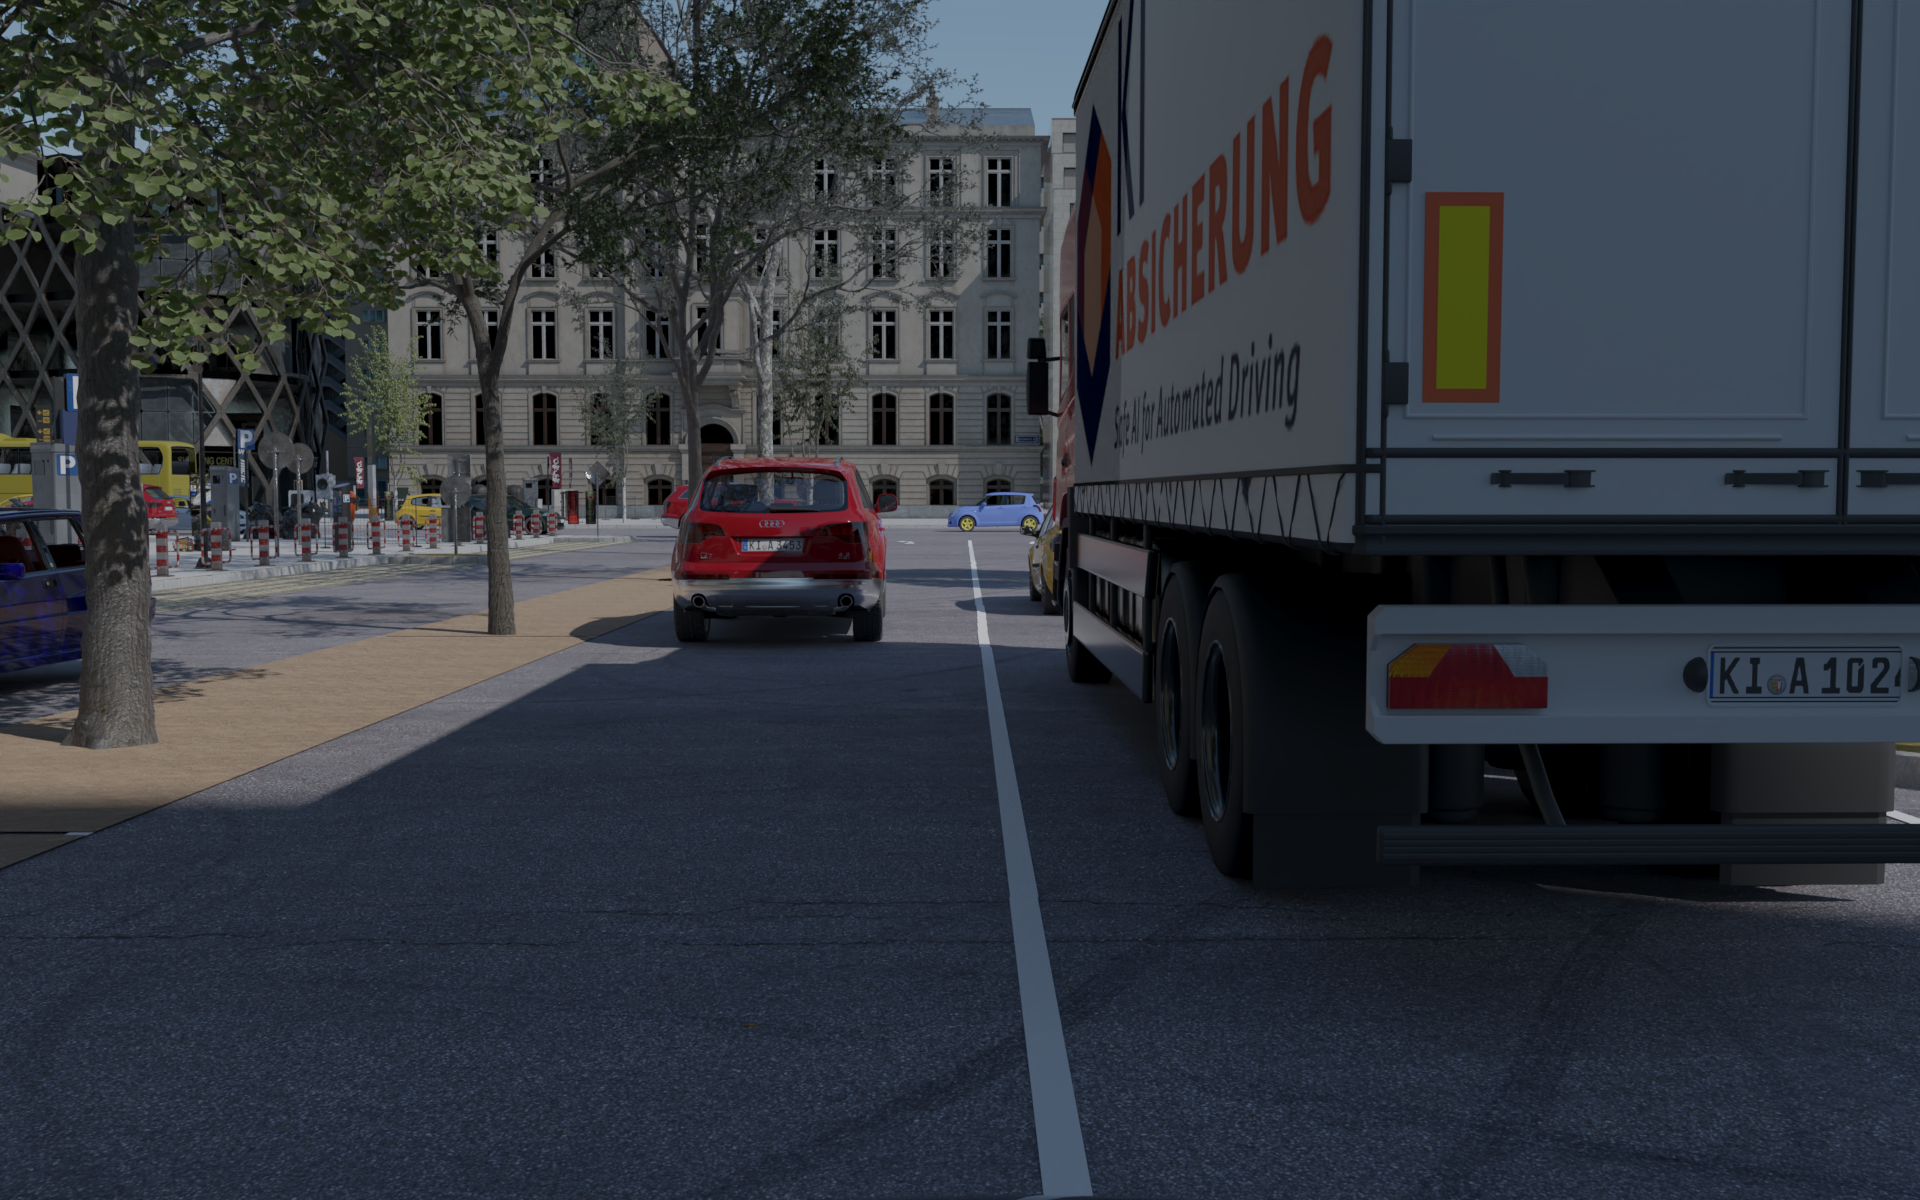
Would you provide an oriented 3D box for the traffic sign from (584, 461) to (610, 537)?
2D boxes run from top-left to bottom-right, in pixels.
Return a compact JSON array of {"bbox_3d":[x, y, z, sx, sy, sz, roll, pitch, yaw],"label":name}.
[{"bbox_3d":[-10.917,-2.968,52.169,0.795,2.450,0.064,0,3,0],"label":"traffic sign"}]

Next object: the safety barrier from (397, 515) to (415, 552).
[{"bbox_3d":[-12.338,-1.487,38.594,0.300,0.817,1.120,0,3,0],"label":"safety barrier"}]

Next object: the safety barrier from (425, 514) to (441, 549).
[{"bbox_3d":[-12.338,-1.607,40.556,0.300,0.817,1.120,0,3,0],"label":"safety barrier"}]

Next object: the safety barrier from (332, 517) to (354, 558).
[{"bbox_3d":[-12.345,-1.248,34.673,0.300,0.817,1.120,0,3,0],"label":"safety barrier"}]

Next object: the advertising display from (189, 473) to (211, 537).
[{"bbox_3d":[-22.753,-2.884,52.361,0.974,1.923,0.123,-2,4,-25],"label":"advertising display"}]

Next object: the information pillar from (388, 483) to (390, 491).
[{"bbox_3d":[-39.089,-6.998,118.907,0.304,2.012,0.304,-1,4,-17],"label":"information pillar"}]

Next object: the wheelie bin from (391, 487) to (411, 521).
[{"bbox_3d":[-26.093,-4.468,80.957,0.980,1.594,0.693,0,4,7],"label":"wheelie bin"}]

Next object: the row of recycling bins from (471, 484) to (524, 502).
[{"bbox_3d":[-20.339,-4.138,74.775,1.069,1.692,3.534,3,5,40],"label":"row of recycling bins"}]

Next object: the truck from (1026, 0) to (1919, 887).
[{"bbox_3d":[2.051,-1.276,9.780,2.839,4.237,11.283,0,4,-1],"label":"truck"}]

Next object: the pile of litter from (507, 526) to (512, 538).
[{"bbox_3d":[-13.740,-2.210,50.105,1.719,0.858,1.176,-2,4,-34],"label":"pile of litter"}]

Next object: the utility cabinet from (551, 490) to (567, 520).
[{"bbox_3d":[-19.542,-4.696,85.453,1.173,1.500,0.318,-3,5,-42],"label":"utility cabinet"}]

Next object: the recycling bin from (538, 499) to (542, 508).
[{"bbox_3d":[-21.421,-4.549,86.937,0.722,1.027,0.722,0,4,4],"label":"recycling bin"}]

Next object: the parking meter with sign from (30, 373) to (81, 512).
[{"bbox_3d":[-13.416,-1.804,25.748,1.738,3.016,0.543,2,4,35],"label":"parking meter with sign"}]

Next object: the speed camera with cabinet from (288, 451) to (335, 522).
[{"bbox_3d":[-29.638,-5.189,79.177,2.038,3.252,0.660,1,4,9],"label":"speed camera with cabinet"}]

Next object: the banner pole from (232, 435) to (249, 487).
[{"bbox_3d":[-30.618,-5.116,73.660,0.401,3.779,0.863,3,4,37],"label":"banner pole"}]

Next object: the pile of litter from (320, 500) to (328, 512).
[{"bbox_3d":[-44.902,-6.652,122.731,1.176,0.858,1.719,-1,4,-20],"label":"pile of litter"}]

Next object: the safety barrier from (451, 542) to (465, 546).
[{"bbox_3d":[-12.330,-1.728,42.520,0.300,0.817,1.120,0,3,0],"label":"safety barrier"}]

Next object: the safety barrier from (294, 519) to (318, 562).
[{"bbox_3d":[-12.347,-1.128,32.712,0.300,0.817,1.120,0,3,0],"label":"safety barrier"}]

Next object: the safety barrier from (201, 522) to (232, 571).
[{"bbox_3d":[-12.356,-0.887,28.785,0.300,0.817,1.120,0,3,0],"label":"safety barrier"}]

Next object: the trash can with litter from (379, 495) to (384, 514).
[{"bbox_3d":[-36.693,-6.045,109.896,2.233,1.210,1.678,2,4,30],"label":"trash can with litter"}]

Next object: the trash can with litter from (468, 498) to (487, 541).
[{"bbox_3d":[-13.142,-2.241,48.030,1.055,1.170,0.624,2,4,33],"label":"trash can with litter"}]

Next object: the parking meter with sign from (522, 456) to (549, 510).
[{"bbox_3d":[-19.832,-5.113,79.856,1.738,3.016,0.543,-1,4,-17],"label":"parking meter with sign"}]

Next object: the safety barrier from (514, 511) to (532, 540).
[{"bbox_3d":[-12.327,-2.087,48.400,0.300,0.817,1.120,0,3,0],"label":"safety barrier"}]

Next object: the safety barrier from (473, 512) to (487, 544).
[{"bbox_3d":[-12.332,-1.847,44.477,0.300,0.817,1.120,0,3,0],"label":"safety barrier"}]

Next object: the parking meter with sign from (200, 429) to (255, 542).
[{"bbox_3d":[-19.889,-3.095,46.871,1.738,3.016,0.543,2,4,28],"label":"parking meter with sign"}]

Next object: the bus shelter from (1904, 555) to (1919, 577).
[{"bbox_3d":[7.718,-1.384,13.914,1.731,3.624,6.357,0,3,0],"label":"bus shelter"}]

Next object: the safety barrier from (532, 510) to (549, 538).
[{"bbox_3d":[-12.323,-2.207,50.360,0.300,0.817,1.120,0,3,0],"label":"safety barrier"}]

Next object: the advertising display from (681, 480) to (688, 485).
[{"bbox_3d":[-12.444,-4.472,78.326,0.123,1.923,0.974,-1,4,-20],"label":"advertising display"}]

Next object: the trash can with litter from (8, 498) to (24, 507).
[{"bbox_3d":[-26.490,-2.316,49.260,1.055,1.170,0.624,0,4,-7],"label":"trash can with litter"}]

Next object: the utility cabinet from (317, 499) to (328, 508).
[{"bbox_3d":[-46.785,-7.073,126.800,1.020,1.237,0.306,-2,4,-30],"label":"utility cabinet"}]

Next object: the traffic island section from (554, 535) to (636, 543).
[{"bbox_3d":[-10.940,-1.832,52.231,2.009,0.180,2.903,0,3,0],"label":"traffic island section"}]

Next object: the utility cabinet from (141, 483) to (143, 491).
[{"bbox_3d":[-16.691,-1.597,34.795,0.318,1.500,1.173,-1,4,-15],"label":"utility cabinet"}]

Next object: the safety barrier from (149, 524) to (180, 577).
[{"bbox_3d":[-12.355,-0.767,26.819,0.300,0.817,1.120,0,3,0],"label":"safety barrier"}]

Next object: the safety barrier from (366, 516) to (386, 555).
[{"bbox_3d":[-12.344,-1.367,36.630,0.300,0.817,1.120,0,3,0],"label":"safety barrier"}]

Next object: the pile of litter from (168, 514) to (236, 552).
[{"bbox_3d":[-17.156,-1.526,38.914,1.719,0.858,1.176,-2,4,-30],"label":"pile of litter"}]

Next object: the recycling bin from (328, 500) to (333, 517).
[{"bbox_3d":[-39.244,-5.900,109.021,0.722,1.027,0.722,3,4,37],"label":"recycling bin"}]

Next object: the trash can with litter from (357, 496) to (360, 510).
[{"bbox_3d":[-48.287,-7.785,138.664,0.624,1.170,1.055,-2,4,-29],"label":"trash can with litter"}]

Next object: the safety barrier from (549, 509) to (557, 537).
[{"bbox_3d":[-12.320,-2.327,52.317,0.300,0.817,1.120,0,3,0],"label":"safety barrier"}]

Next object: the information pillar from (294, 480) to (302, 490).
[{"bbox_3d":[-34.751,-5.290,90.990,0.304,2.012,0.304,3,4,38],"label":"information pillar"}]

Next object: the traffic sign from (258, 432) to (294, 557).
[{"bbox_3d":[-13.973,-2.157,35.380,0.768,2.556,0.104,0,4,7],"label":"traffic sign"}]

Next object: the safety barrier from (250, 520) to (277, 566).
[{"bbox_3d":[-12.355,-1.007,30.742,0.300,0.817,1.120,0,3,0],"label":"safety barrier"}]

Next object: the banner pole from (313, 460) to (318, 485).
[{"bbox_3d":[-41.416,-7.408,111.145,0.863,3.779,0.401,0,4,2],"label":"banner pole"}]

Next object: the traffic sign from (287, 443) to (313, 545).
[{"bbox_3d":[-16.502,-2.638,43.237,0.768,2.556,0.104,1,4,9],"label":"traffic sign"}]

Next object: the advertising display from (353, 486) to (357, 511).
[{"bbox_3d":[-45.724,-7.692,130.981,0.123,1.923,0.974,-2,4,-29],"label":"advertising display"}]

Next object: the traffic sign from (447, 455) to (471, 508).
[{"bbox_3d":[-12.962,-2.613,44.848,0.606,2.300,0.079,0,4,2],"label":"traffic sign"}]
